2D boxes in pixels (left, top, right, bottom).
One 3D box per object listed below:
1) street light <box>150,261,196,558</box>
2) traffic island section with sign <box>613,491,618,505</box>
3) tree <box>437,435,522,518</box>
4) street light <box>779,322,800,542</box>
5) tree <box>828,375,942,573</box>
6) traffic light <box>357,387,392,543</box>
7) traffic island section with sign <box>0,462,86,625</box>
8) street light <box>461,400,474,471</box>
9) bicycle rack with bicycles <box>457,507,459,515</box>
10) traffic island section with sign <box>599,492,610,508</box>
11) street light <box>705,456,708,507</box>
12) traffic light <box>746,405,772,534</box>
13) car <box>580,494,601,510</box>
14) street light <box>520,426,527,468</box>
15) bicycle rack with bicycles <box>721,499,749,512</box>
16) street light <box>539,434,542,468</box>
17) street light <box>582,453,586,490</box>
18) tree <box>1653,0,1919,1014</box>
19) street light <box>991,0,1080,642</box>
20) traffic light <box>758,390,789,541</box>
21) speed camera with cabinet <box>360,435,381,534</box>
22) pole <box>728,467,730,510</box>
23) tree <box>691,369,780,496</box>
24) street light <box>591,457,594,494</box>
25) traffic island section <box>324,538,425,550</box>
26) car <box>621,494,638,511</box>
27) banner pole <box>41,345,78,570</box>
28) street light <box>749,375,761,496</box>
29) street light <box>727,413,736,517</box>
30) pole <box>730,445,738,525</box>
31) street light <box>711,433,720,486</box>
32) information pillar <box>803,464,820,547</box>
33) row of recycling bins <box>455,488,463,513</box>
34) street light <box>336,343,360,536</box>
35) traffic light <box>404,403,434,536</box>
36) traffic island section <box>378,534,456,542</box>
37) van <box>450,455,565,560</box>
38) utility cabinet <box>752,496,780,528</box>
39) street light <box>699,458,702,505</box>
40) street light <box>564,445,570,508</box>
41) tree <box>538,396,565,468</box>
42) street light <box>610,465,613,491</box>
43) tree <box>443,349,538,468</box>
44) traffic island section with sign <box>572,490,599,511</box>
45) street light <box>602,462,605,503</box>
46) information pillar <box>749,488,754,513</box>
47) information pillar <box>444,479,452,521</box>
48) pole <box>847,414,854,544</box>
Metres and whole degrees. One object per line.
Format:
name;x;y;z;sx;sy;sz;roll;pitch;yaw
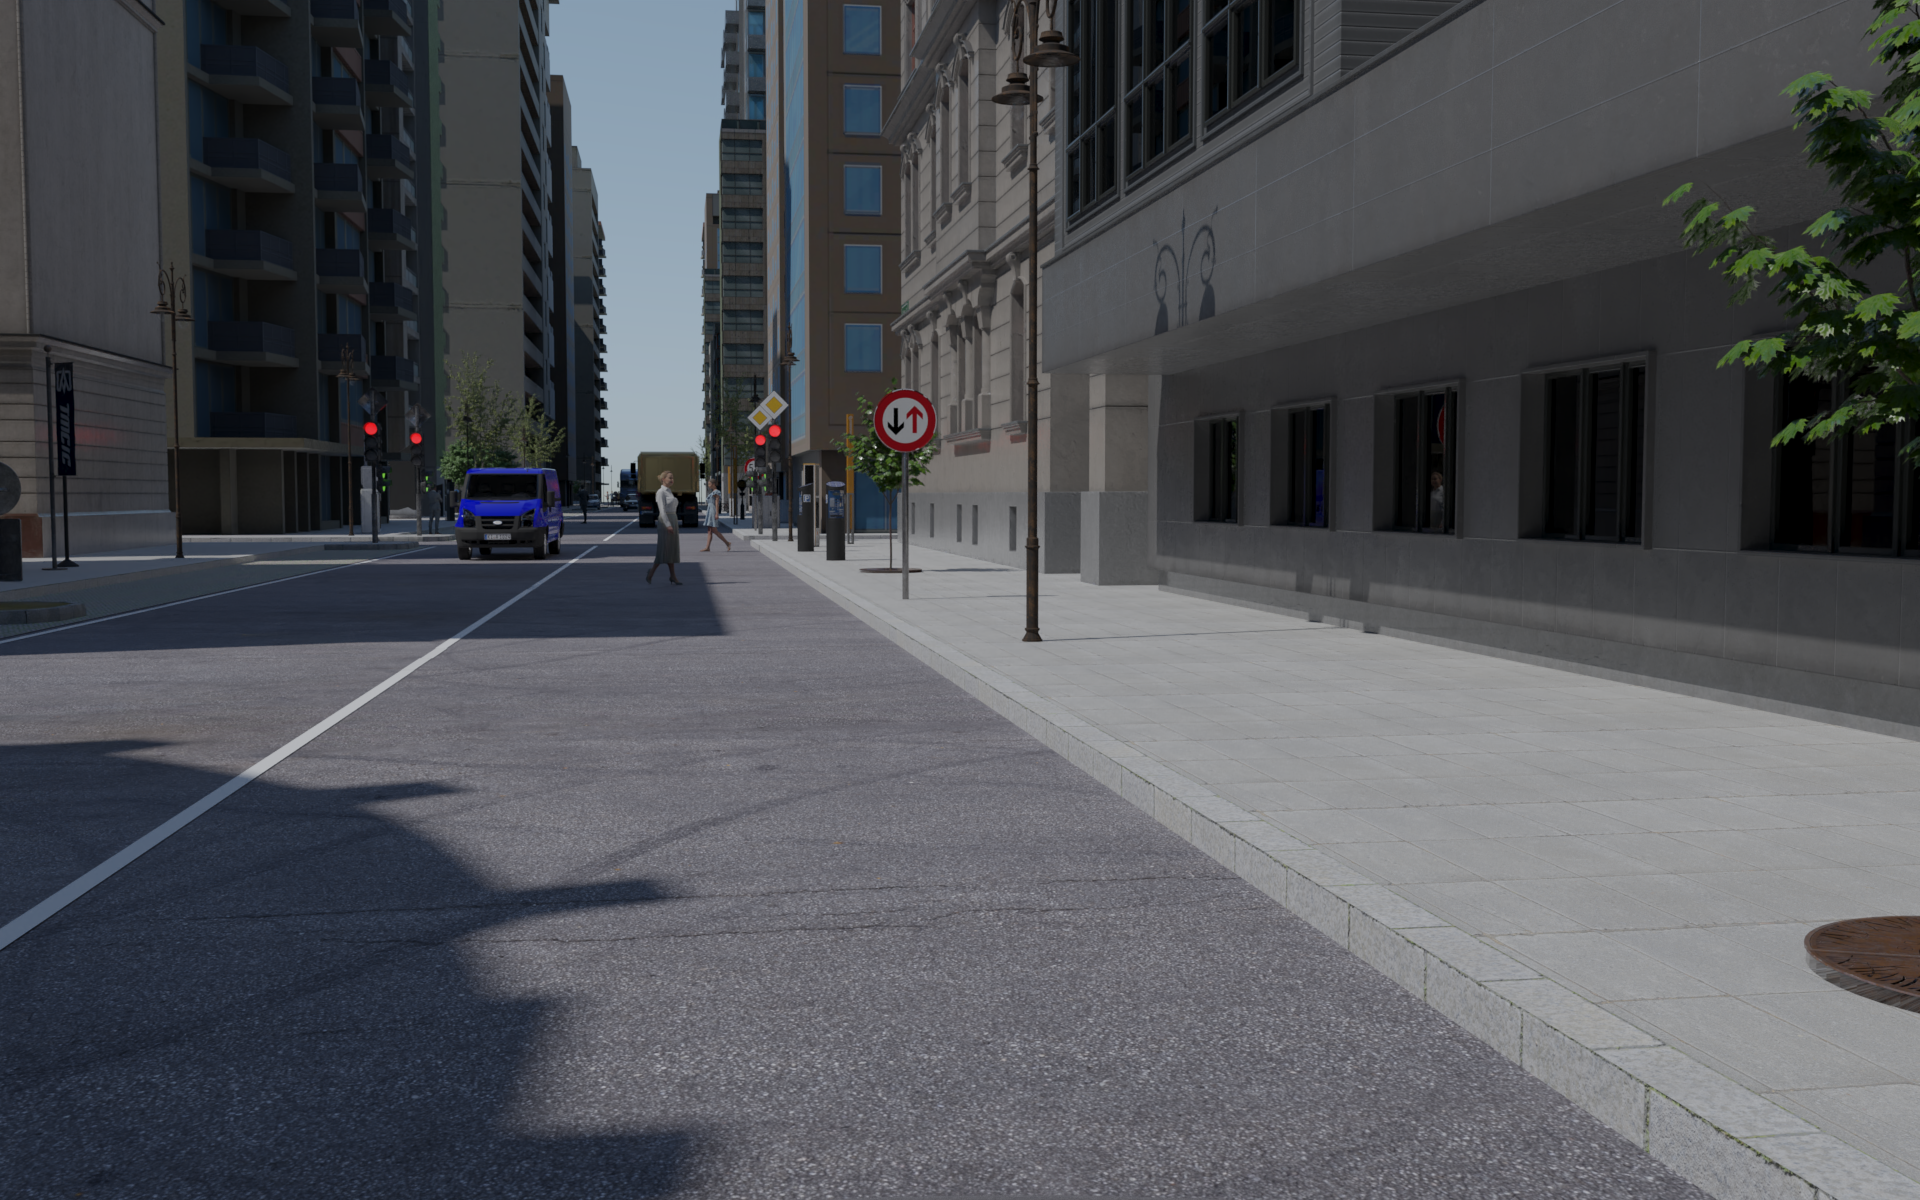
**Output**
street light;-15.663;-3.780;34.590;0.468;5.910;1.993;-1;4;-9
traffic island section with sign;-46.318;-13.745;233.354;1.989;1.847;2.006;-1;4;-9
tree;-26.357;-6.689;93.080;4.285;4.588;4.351;0;3;0
street light;-4.586;-4.523;46.732;0.468;5.910;1.993;-1;4;-9
tree;-1.025;-2.062;28.321;1.663;3.219;1.824;0;3;0
traffic light;-15.327;-3.450;45.323;0.839;4.253;0.868;-1;4;-9
traffic island section with sign;-11.125;-0.671;19.591;1.989;1.847;2.006;-1;4;-9
street light;-23.895;-6.809;84.114;0.468;5.910;1.993;-1;4;-9
bicycle rack with bicycles;-33.118;-6.520;119.987;2.925;0.926;2.852;3;4;36
traffic island section with sign;-37.069;-10.309;177.176;1.989;1.847;2.006;-1;4;-9
street light;-25.315;-12.265;173.319;0.468;5.910;1.993;-1;4;-9
traffic light;-6.353;-4.036;54.902;0.839;4.253;0.868;-1;4;-9
car;-33.561;-8.889;157.340;2.014;1.417;4.499;-1;4;-11
street light;-28.945;-8.707;115.142;0.468;5.910;1.993;-1;4;-9
bicycle rack with bicycles;-16.323;-6.891;126.054;2.925;0.926;2.852;-1;4;-21
street light;-31.139;-9.533;128.653;0.468;5.910;1.993;-1;4;-9
street light;-41.375;-13.332;190.765;0.468;5.910;1.993;-1;4;-9
tree;2.658;-0.603;4.467;1.663;3.219;1.824;0;3;0
street light;0.630;-2.577;14.916;0.468;5.910;1.993;-1;4;-9
traffic light;-5.056;-3.554;47.023;0.839;4.253;0.868;-1;4;-9
speed camera with cabinet;-19.391;-3.834;57.027;0.660;3.252;2.038;-1;4;-16
pole;-17.143;-8.263;128.938;0.158;3.312;0.155;0;3;0
tree;-13.046;-9.309;102.564;4.737;8.622;4.395;0;3;0
street light;-44.722;-14.574;211.079;0.468;5.910;1.993;-1;4;-9
traffic island section;-15.368;-1.417;45.451;2.009;0.180;2.903;-1;4;-9
car;-27.209;-8.243;144.567;2.009;1.686;4.222;0;4;-8
banner pole;-15.102;-2.388;29.066;0.863;3.779;0.401;2;4;27
street light;-7.789;-5.699;65.972;0.468;5.910;1.993;-1;4;-9
street light;-12.813;-7.600;97.050;0.468;5.910;1.993;-1;4;-9
pole;-9.431;-4.824;72.712;0.158;3.312;0.155;0;3;0
street light;-18.008;-9.529;128.594;0.468;5.910;1.993;-1;4;-9
information pillar;-3.592;-2.291;41.944;0.304;2.012;0.304;1;4;16
row of recycling bins;-33.529;-6.712;116.861;3.534;1.692;1.069;-1;4;-11
street light;-18.721;-4.912;53.106;0.468;5.910;1.993;-1;4;-9
traffic light;-16.624;-3.932;53.202;0.839;4.253;0.868;-1;4;-9
traffic island section;-16.665;-1.899;53.330;2.009;0.180;2.903;-1;4;-9
van;-10.243;-2.150;39.543;2.240;2.365;5.245;0;4;-8
utility cabinet;-7.248;-3.275;64.709;1.020;1.237;0.306;0;4;0
street light;-30.505;-14.161;204.324;0.468;5.910;1.993;-1;4;-9
street light;-36.188;-11.436;159.760;0.468;5.910;1.993;-1;4;-9
tree;-30.787;-10.653;124.546;4.737;8.622;4.395;0;3;0
street light;-54.977;-18.378;273.269;0.468;5.910;1.993;-1;4;-9
tree;-24.330;-8.417;87.973;4.737;8.622;4.395;0;3;0
traffic island section with sign;-32.585;-8.647;150.000;1.989;1.847;2.006;-1;4;-9
street light;-49.847;-16.477;242.192;0.468;5.910;1.993;-1;4;-9
information pillar;-14.444;-7.069;120.076;0.304;2.012;0.304;2;4;26
information pillar;-24.569;-4.815;83.220;0.304;2.012;0.304;-2;4;-34
pole;-2.806;-3.084;44.268;0.158;3.312;0.155;0;3;0
